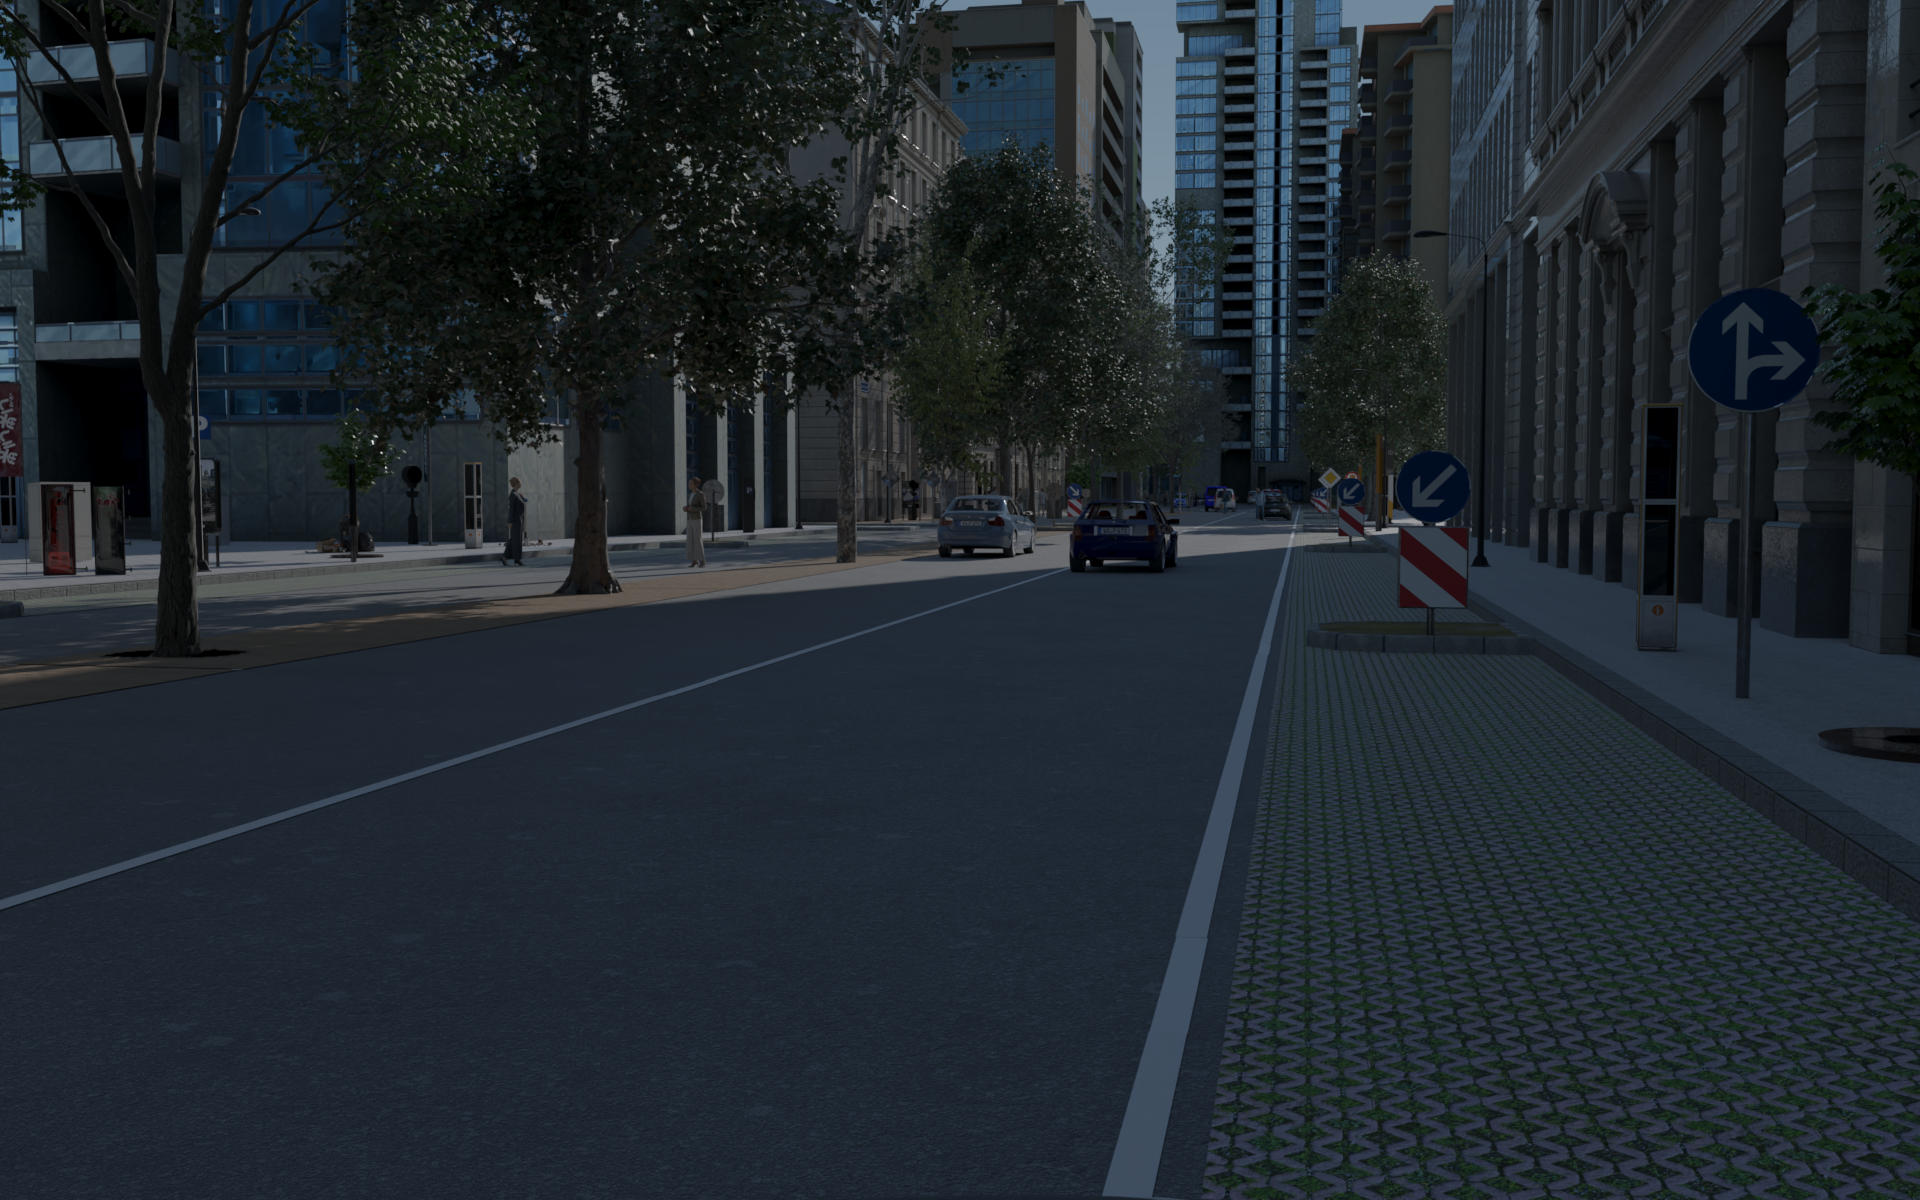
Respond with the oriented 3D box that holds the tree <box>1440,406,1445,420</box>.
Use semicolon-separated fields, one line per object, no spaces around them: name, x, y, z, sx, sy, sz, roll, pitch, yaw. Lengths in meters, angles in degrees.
tree;32.004;-10.163;116.526;4.360;8.622;3.978;0;3;0

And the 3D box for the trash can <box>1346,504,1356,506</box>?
trash can;25.581;-6.220;113.354;0.748;1.137;0.748;0;3;0

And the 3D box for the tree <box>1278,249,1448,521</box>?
tree;19.618;-10.040;81.157;9.611;12.733;9.660;0;3;0

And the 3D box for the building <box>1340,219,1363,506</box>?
building;47.252;-25.110;182.242;14.160;30.474;14.107;1;4;11

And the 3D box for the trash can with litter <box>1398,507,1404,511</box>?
trash can with litter;33.962;-7.394;132.282;1.055;1.170;0.624;3;4;38

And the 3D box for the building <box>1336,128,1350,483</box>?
building;55.398;-33.529;202.824;22.147;44.769;28.867;1;4;11

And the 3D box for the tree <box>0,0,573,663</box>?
tree;-6.811;-5.294;14.763;9.928;11.665;9.643;0;3;0

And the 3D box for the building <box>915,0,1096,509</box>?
building;4.646;-31.077;158.227;14.600;45.320;14.200;1;4;11

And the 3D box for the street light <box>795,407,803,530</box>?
street light;-5.297;-5.500;62.460;1.470;5.913;1.316;1;4;11

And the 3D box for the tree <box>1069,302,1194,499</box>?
tree;8.356;-10.423;91.008;7.486;12.596;7.792;0;3;0

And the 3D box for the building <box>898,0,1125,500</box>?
building;4.986;-33.831;176.845;21.300;48.544;21.600;1;4;11

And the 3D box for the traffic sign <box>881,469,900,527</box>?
traffic sign;-2.739;-3.949;68.208;0.795;2.450;0.064;1;4;11

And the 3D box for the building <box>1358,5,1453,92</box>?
building;47.860;-30.899;159.824;22.147;44.769;28.867;1;4;11

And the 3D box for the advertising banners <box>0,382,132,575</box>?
advertising banners;-14.203;-1.903;27.298;2.074;3.025;0.090;-1;4;-9

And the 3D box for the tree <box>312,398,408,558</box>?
tree;-12.320;-2.475;35.071;1.663;3.219;1.824;0;3;0

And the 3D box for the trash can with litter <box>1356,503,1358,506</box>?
trash can with litter;30.325;-7.426;132.474;1.678;1.210;2.233;-1;4;-13

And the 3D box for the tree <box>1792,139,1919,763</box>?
tree;5.000;-0.852;8.530;1.663;3.219;1.824;0;3;0

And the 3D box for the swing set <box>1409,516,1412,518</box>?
swing set;25.822;-5.902;94.123;3.119;2.851;2.862;1;4;12

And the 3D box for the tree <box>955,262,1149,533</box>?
tree;2.736;-7.699;62.745;8.767;10.594;7.601;1;4;11

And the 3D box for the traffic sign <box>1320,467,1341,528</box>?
traffic sign;13.880;-3.747;64.910;0.795;2.450;0.064;1;4;11

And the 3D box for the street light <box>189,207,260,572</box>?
street light;-12.026;-3.412;28.328;1.470;5.913;1.316;1;4;11

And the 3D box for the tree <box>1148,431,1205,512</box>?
tree;17.309;-11.191;135.793;4.737;8.622;4.395;0;3;0

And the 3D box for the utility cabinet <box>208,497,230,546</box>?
utility cabinet;-18.431;-1.949;43.031;0.306;1.237;1.020;-1;4;-10

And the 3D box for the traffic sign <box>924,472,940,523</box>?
traffic sign;-1.188;-4.428;76.042;0.795;2.450;0.064;1;4;11

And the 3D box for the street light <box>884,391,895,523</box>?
street light;-2.665;-6.337;76.150;1.470;5.913;1.316;1;4;11

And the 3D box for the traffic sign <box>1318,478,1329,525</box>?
traffic sign;15.431;-4.226;72.744;0.795;2.450;0.064;1;4;11

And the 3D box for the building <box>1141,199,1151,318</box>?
building;19.018;-34.143;241.831;14.086;41.232;14.154;1;4;11

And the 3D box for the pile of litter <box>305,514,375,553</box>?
pile of litter;-13.678;-1.484;38.227;1.719;0.858;1.176;-3;5;-44

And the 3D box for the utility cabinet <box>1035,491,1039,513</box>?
utility cabinet;5.002;-6.719;118.529;0.318;1.500;1.173;2;4;33

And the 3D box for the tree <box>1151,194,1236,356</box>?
tree;9.503;-14.918;102.256;12.611;20.169;13.585;0;3;0

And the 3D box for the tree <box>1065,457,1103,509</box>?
tree;10.588;-10.049;148.015;4.285;4.588;4.351;0;3;0

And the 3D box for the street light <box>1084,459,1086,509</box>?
street light;11.010;-10.527;144.652;1.470;5.913;1.316;1;4;11

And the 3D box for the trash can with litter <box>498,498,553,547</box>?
trash can with litter;-10.692;-1.968;43.233;1.678;1.210;2.233;1;4;11

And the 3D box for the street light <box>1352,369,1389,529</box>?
street light;15.264;-5.621;64.447;1.470;5.913;1.316;1;4;11

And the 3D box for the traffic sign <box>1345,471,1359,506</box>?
traffic sign;22.013;-5.942;97.256;0.768;2.556;0.104;1;4;12

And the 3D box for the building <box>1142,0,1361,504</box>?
building;41.932;-56.725;240.121;31.000;86.520;22.319;1;4;11

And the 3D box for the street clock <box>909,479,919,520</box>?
street clock;-2.235;-4.873;84.242;0.471;2.002;0.358;-1;4;-20

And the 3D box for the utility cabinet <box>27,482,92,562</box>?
utility cabinet;-16.937;-1.462;32.586;0.318;1.500;1.173;1;4;19

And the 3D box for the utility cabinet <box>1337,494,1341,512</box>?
utility cabinet;26.909;-6.992;123.005;0.318;1.500;1.173;1;4;12

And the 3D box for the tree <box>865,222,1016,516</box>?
tree;-0.444;-5.653;45.246;4.737;8.622;4.395;0;3;0

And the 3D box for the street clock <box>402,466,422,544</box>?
street clock;-13.955;-2.421;44.147;0.358;2.002;0.471;3;4;36

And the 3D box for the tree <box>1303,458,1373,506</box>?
tree;32.158;-13.820;144.083;7.486;12.596;7.792;0;3;0

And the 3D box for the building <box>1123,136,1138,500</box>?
building;12.080;-31.207;193.823;14.154;41.232;14.086;1;4;11

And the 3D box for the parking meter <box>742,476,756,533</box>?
parking meter;-7.006;-3.168;57.505;0.399;1.863;0.255;-1;4;-19

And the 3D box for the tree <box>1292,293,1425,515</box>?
tree;25.324;-12.288;107.564;9.857;13.997;8.962;0;3;0

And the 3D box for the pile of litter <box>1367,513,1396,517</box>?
pile of litter;24.010;-5.175;98.568;1.719;0.858;1.176;0;4;3

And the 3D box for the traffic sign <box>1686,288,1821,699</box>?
traffic sign;4.925;-0.656;10.825;0.768;2.556;0.104;1;4;16

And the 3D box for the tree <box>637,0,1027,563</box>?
tree;-3.386;-10.899;36.547;12.611;20.169;13.585;0;3;0

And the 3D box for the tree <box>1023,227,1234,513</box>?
tree;6.140;-10.190;79.438;12.009;13.543;11.850;0;3;0

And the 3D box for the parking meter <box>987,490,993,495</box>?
parking meter;1.764;-5.580;99.651;0.372;1.533;0.369;0;3;0

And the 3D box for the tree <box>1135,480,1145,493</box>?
tree;21.331;-12.792;203.753;1.663;3.219;1.824;0;3;0

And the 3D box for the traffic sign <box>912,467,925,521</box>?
traffic sign;-1.882;-4.967;81.310;0.768;2.556;0.104;1;4;15

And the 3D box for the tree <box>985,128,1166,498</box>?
tree;1.438;-8.233;54.078;9.611;12.733;9.660;0;3;0

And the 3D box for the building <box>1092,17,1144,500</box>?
building;8.164;-41.207;215.740;28.212;58.520;21.231;1;4;11

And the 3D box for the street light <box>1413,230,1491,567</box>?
street light;8.672;-3.549;30.559;1.470;5.913;1.316;1;4;11

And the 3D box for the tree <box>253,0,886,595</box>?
tree;-5.294;-6.439;24.748;9.611;12.733;9.660;0;3;0

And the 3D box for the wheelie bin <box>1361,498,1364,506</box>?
wheelie bin;27.387;-6.644;116.530;0.693;1.594;0.980;-2;4;-33

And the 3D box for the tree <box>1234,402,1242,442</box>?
tree;12.956;-12.355;114.824;12.009;13.543;11.850;0;3;0

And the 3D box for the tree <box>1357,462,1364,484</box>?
tree;29.757;-10.856;127.859;4.360;8.622;3.978;0;3;0
